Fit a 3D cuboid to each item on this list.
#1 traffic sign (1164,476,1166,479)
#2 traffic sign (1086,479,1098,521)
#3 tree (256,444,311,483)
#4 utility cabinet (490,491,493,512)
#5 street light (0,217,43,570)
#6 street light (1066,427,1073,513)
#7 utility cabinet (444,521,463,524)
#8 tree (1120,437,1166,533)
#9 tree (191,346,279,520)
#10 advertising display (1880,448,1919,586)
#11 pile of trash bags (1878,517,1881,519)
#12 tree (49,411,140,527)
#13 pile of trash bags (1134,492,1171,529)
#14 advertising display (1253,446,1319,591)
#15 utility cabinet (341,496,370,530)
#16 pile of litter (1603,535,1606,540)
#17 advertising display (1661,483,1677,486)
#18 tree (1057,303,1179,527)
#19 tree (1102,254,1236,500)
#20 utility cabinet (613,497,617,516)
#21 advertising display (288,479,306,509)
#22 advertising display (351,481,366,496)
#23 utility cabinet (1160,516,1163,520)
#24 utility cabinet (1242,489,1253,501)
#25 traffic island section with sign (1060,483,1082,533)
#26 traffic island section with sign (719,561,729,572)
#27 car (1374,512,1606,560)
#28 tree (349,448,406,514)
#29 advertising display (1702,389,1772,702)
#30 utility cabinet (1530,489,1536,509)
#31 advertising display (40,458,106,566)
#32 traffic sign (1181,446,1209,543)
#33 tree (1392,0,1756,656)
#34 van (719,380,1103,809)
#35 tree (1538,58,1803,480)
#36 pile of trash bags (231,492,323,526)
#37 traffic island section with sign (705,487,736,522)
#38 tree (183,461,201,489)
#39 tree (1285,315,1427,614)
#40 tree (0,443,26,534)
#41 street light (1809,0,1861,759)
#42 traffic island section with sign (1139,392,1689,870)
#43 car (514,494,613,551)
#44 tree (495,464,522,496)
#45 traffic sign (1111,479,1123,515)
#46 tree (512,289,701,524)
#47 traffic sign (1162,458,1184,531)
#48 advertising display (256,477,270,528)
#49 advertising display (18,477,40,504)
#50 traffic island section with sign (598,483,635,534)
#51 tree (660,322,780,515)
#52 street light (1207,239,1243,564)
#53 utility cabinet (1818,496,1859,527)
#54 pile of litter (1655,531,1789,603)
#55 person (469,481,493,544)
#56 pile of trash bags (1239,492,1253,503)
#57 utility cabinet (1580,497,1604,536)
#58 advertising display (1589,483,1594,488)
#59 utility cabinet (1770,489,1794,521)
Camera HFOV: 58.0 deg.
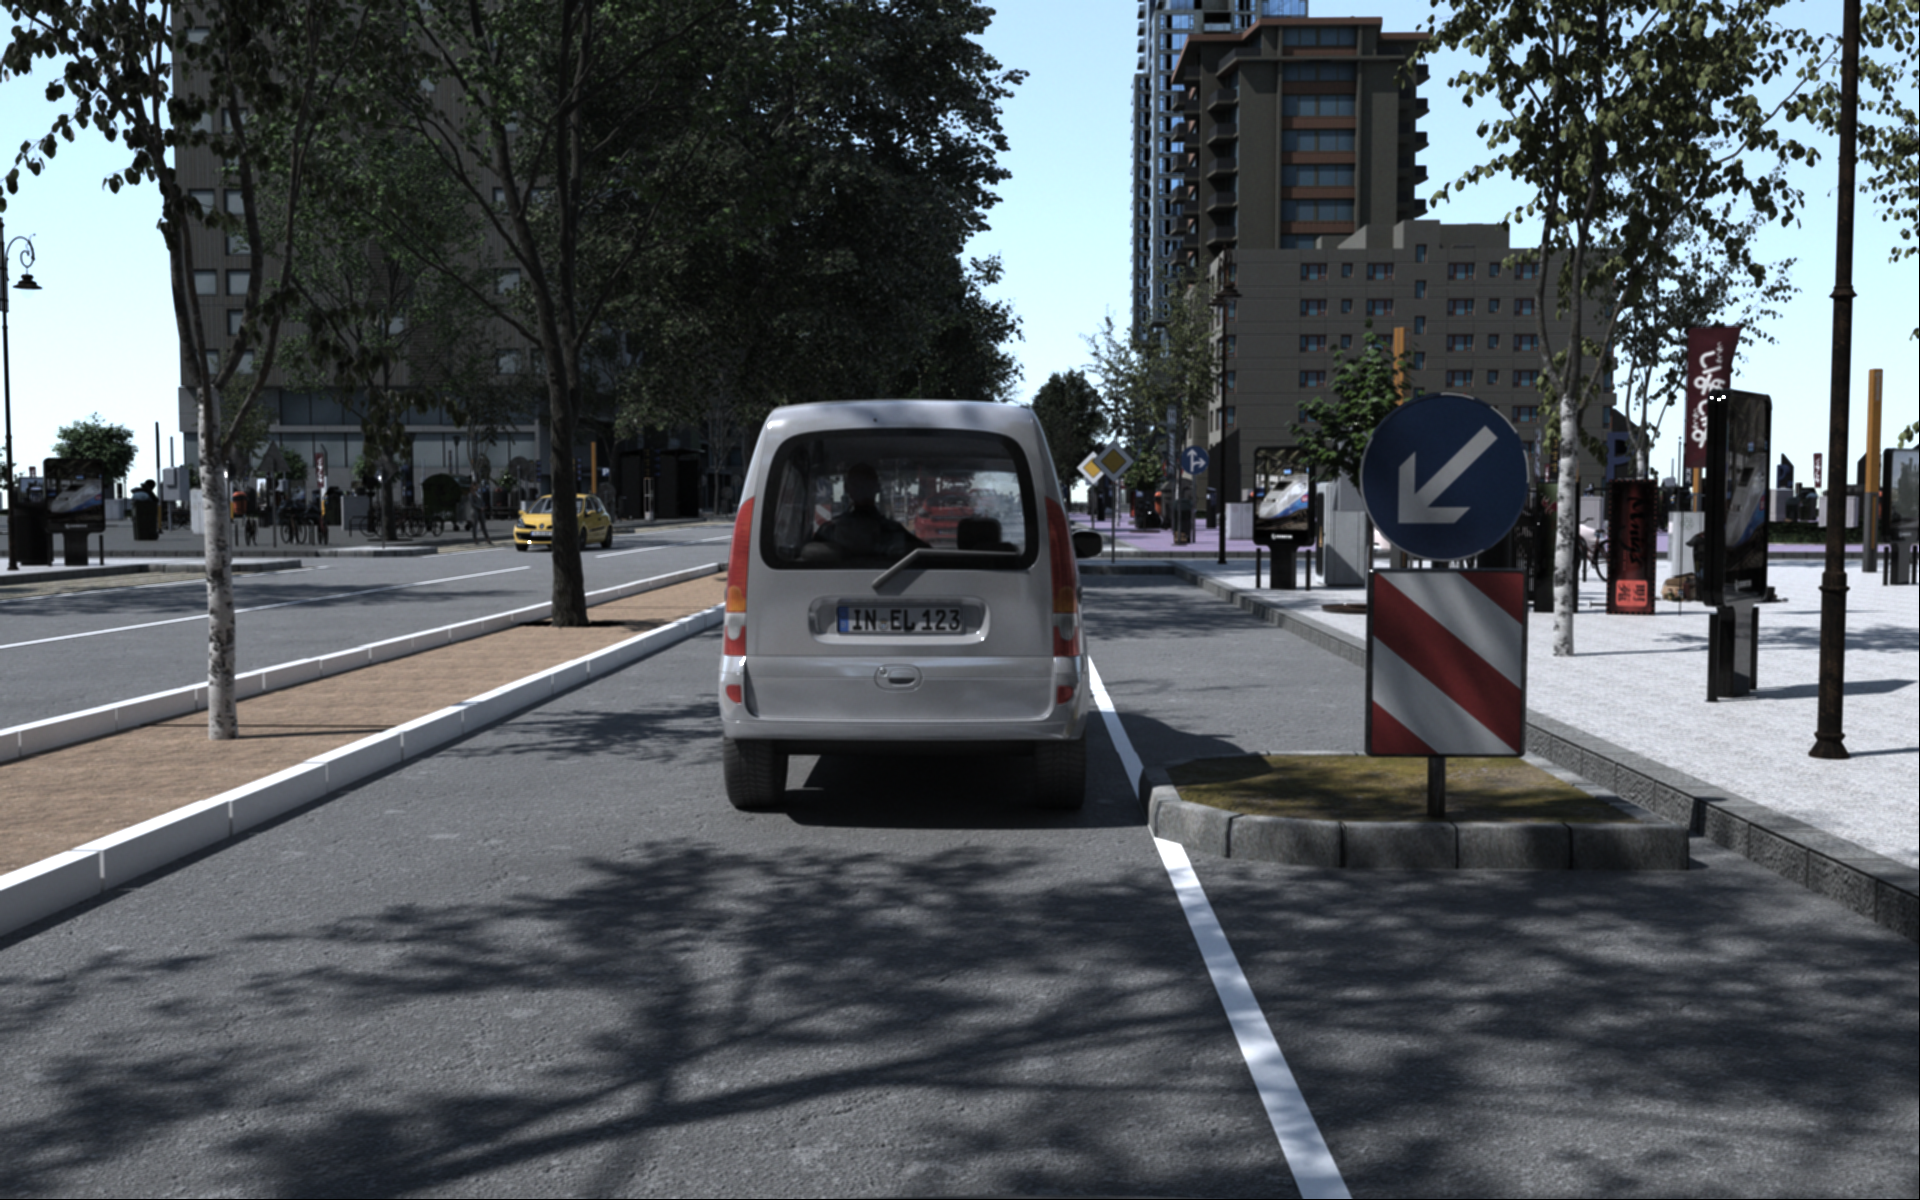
[{"bbox_3d":[9.061,-4.520,74.012,0.768,2.556,0.104,0,4,3],"label":"traffic sign"},{"bbox_3d":[6.320,-4.951,83.085,0.606,2.300,0.079,1,4,9],"label":"traffic sign"},{"bbox_3d":[-44.152,-7.912,113.082,4.285,4.588,4.351,0,3,0],"label":"tree"},{"bbox_3d":[-30.550,-6.346,112.440,0.318,1.500,1.173,2,4,34],"label":"utility cabinet"},{"bbox_3d":[-15.982,-3.441,29.052,0.468,5.910,1.993,0,4,2],"label":"street light"},{"bbox_3d":[7.551,-8.978,119.584,0.468,5.910,1.993,0,4,2],"label":"street light"},{"bbox_3d":[-22.039,-3.912,75.128,1.020,1.237,0.306,2,4,27],"label":"utility cabinet"},{"bbox_3d":[6.158,-3.875,57.961,1.663,3.219,1.824,0,3,0],"label":"tree"},{"bbox_3d":[-35.644,-8.280,85.743,4.737,8.622,4.395,0,3,0],"label":"tree"},{"bbox_3d":[13.333,-1.181,24.517,0.974,1.923,0.123,-3,4,-37],"label":"advertising display"},{"bbox_3d":[54.844,-5.527,100.125,3.447,1.369,1.912,-1,4,-9],"label":"pile of trash bags"},{"bbox_3d":[-34.219,-5.186,68.497,4.285,4.588,4.351,0,3,0],"label":"tree"},{"bbox_3d":[7.559,-3.414,65.574,1.912,1.369,3.447,0,4,5],"label":"pile of trash bags"},{"bbox_3d":[4.346,-1.103,23.245,0.123,1.923,0.974,-3,5,-40],"label":"advertising display"},{"bbox_3d":[-21.490,-3.092,61.716,1.020,1.237,0.306,-2,4,-34],"label":"utility cabinet"},{"bbox_3d":[17.315,-2.080,47.974,1.719,0.858,1.176,-1,4,-15],"label":"pile of litter"},{"bbox_3d":[42.362,-6.011,103.497,0.123,1.923,0.974,-3,4,-36],"label":"advertising display"},{"bbox_3d":[6.427,-7.174,67.653,4.360,8.622,3.978,0,3,0],"label":"tree"},{"bbox_3d":[6.690,-6.320,53.694,4.737,8.622,4.395,0,3,0],"label":"tree"},{"bbox_3d":[-19.688,-5.522,98.961,0.318,1.500,1.173,2,4,31],"label":"utility cabinet"},{"bbox_3d":[-29.460,-4.391,76.999,0.123,1.923,0.974,1,4,19],"label":"advertising display"},{"bbox_3d":[-29.992,-4.967,86.417,0.974,1.923,0.123,2,4,34],"label":"advertising display"},{"bbox_3d":[9.562,-4.357,82.393,0.306,1.237,1.020,0,4,-2],"label":"utility cabinet"},{"bbox_3d":[12.625,-4.087,75.505,0.318,1.500,1.173,2,4,31],"label":"utility cabinet"},{"bbox_3d":[3.437,-3.298,62.553,1.989,1.847,2.006,0,4,2],"label":"traffic island section with sign"},{"bbox_3d":[-3.426,-1.501,32.673,2.006,1.907,1.989,0,4,2],"label":"traffic island section with sign"},{"bbox_3d":[10.771,-1.422,35.615,4.827,1.381,2.083,0,4,2],"label":"car"},{"bbox_3d":[-36.473,-7.614,108.209,4.285,4.588,4.351,0,3,0],"label":"tree"},{"bbox_3d":[4.926,-0.353,10.981,0.123,1.923,0.974,3,5,40],"label":"advertising display"},{"bbox_3d":[24.007,-3.882,72.145,1.173,1.500,0.318,-3,5,-41],"label":"utility cabinet"},{"bbox_3d":[-15.825,-1.575,30.964,0.974,1.923,0.123,-3,5,-40],"label":"advertising display"},{"bbox_3d":[6.178,-2.789,45.709,0.768,2.556,0.104,0,4,2],"label":"traffic sign"},{"bbox_3d":[5.027,-3.862,13.506,4.737,8.622,4.395,0,3,0],"label":"tree"},{"bbox_3d":[-0.209,-0.138,9.269,2.013,2.044,4.112,0,4,1],"label":"van"},{"bbox_3d":[12.106,-4.875,30.065,4.360,8.622,3.978,0,3,0],"label":"tree"},{"bbox_3d":[-27.896,-3.718,70.536,3.447,1.369,1.912,-3,5,-45],"label":"pile of trash bags"},{"bbox_3d":[-12.119,-4.973,89.942,1.989,1.847,2.006,0,4,2],"label":"traffic island section with sign"},{"bbox_3d":[-43.885,-6.373,98.792,1.663,3.219,1.824,0,3,0],"label":"tree"},{"bbox_3d":[4.352,-1.485,18.889,1.663,3.219,1.824,0,3,0],"label":"tree"},{"bbox_3d":[-30.973,-3.705,55.178,1.663,3.219,1.824,0,3,0],"label":"tree"},{"bbox_3d":[4.244,-2.171,8.280,0.468,5.910,1.993,0,4,2],"label":"street light"},{"bbox_3d":[1.814,0.065,7.563,1.989,1.847,2.006,0,4,2],"label":"traffic island section with sign"},{"bbox_3d":[-10.223,-2.109,44.700,2.015,1.641,3.980,0,4,3],"label":"car"},{"bbox_3d":[-28.594,-7.057,109.976,1.663,3.219,1.824,0,3,0],"label":"tree"},{"bbox_3d":[8.079,-5.359,87.624,0.884,2.594,0.081,1,4,10],"label":"traffic sign"},{"bbox_3d":[-15.047,-8.528,73.846,8.767,10.594,7.601,0,4,-7],"label":"tree"},{"bbox_3d":[7.348,-3.651,59.799,0.768,2.556,0.104,1,4,9],"label":"traffic sign"},{"bbox_3d":[-26.666,-3.735,66.282,0.123,1.923,0.974,-3,5,-44],"label":"advertising display"},{"bbox_3d":[-34.821,-3.658,65.029,0.123,1.923,0.974,3,4,36],"label":"advertising display"},{"bbox_3d":[-12.918,-3.325,62.999,1.989,1.847,2.006,0,4,2],"label":"traffic island section with sign"},{"bbox_3d":[-14.774,-11.948,105.722,12.009,13.543,11.850,0,3,0],"label":"tree"},{"bbox_3d":[4.826,-3.604,31.712,0.468,5.910,1.993,0,4,2],"label":"street light"},{"bbox_3d":[25.614,-2.406,50.502,0.306,1.237,1.020,-3,5,-41],"label":"utility cabinet"},{"bbox_3d":[9.035,-0.426,20.930,1.719,0.858,1.176,3,4,38],"label":"pile of litter"},{"bbox_3d":[-13.618,-2.472,49.192,0.573,1.790,0.520,1,4,10],"label":"person"},{"bbox_3d":[10.734,-3.149,61.243,1.912,1.369,3.447,0,4,-4],"label":"pile of trash bags"},{"bbox_3d":[15.148,-1.902,42.258,1.020,1.237,0.306,2,4,35],"label":"utility cabinet"},{"bbox_3d":[37.211,-5.926,102.100,0.123,1.923,0.974,1,4,12],"label":"advertising display"},{"bbox_3d":[34.817,-3.956,73.357,1.173,1.500,0.318,-2,4,-30],"label":"utility cabinet"}]
